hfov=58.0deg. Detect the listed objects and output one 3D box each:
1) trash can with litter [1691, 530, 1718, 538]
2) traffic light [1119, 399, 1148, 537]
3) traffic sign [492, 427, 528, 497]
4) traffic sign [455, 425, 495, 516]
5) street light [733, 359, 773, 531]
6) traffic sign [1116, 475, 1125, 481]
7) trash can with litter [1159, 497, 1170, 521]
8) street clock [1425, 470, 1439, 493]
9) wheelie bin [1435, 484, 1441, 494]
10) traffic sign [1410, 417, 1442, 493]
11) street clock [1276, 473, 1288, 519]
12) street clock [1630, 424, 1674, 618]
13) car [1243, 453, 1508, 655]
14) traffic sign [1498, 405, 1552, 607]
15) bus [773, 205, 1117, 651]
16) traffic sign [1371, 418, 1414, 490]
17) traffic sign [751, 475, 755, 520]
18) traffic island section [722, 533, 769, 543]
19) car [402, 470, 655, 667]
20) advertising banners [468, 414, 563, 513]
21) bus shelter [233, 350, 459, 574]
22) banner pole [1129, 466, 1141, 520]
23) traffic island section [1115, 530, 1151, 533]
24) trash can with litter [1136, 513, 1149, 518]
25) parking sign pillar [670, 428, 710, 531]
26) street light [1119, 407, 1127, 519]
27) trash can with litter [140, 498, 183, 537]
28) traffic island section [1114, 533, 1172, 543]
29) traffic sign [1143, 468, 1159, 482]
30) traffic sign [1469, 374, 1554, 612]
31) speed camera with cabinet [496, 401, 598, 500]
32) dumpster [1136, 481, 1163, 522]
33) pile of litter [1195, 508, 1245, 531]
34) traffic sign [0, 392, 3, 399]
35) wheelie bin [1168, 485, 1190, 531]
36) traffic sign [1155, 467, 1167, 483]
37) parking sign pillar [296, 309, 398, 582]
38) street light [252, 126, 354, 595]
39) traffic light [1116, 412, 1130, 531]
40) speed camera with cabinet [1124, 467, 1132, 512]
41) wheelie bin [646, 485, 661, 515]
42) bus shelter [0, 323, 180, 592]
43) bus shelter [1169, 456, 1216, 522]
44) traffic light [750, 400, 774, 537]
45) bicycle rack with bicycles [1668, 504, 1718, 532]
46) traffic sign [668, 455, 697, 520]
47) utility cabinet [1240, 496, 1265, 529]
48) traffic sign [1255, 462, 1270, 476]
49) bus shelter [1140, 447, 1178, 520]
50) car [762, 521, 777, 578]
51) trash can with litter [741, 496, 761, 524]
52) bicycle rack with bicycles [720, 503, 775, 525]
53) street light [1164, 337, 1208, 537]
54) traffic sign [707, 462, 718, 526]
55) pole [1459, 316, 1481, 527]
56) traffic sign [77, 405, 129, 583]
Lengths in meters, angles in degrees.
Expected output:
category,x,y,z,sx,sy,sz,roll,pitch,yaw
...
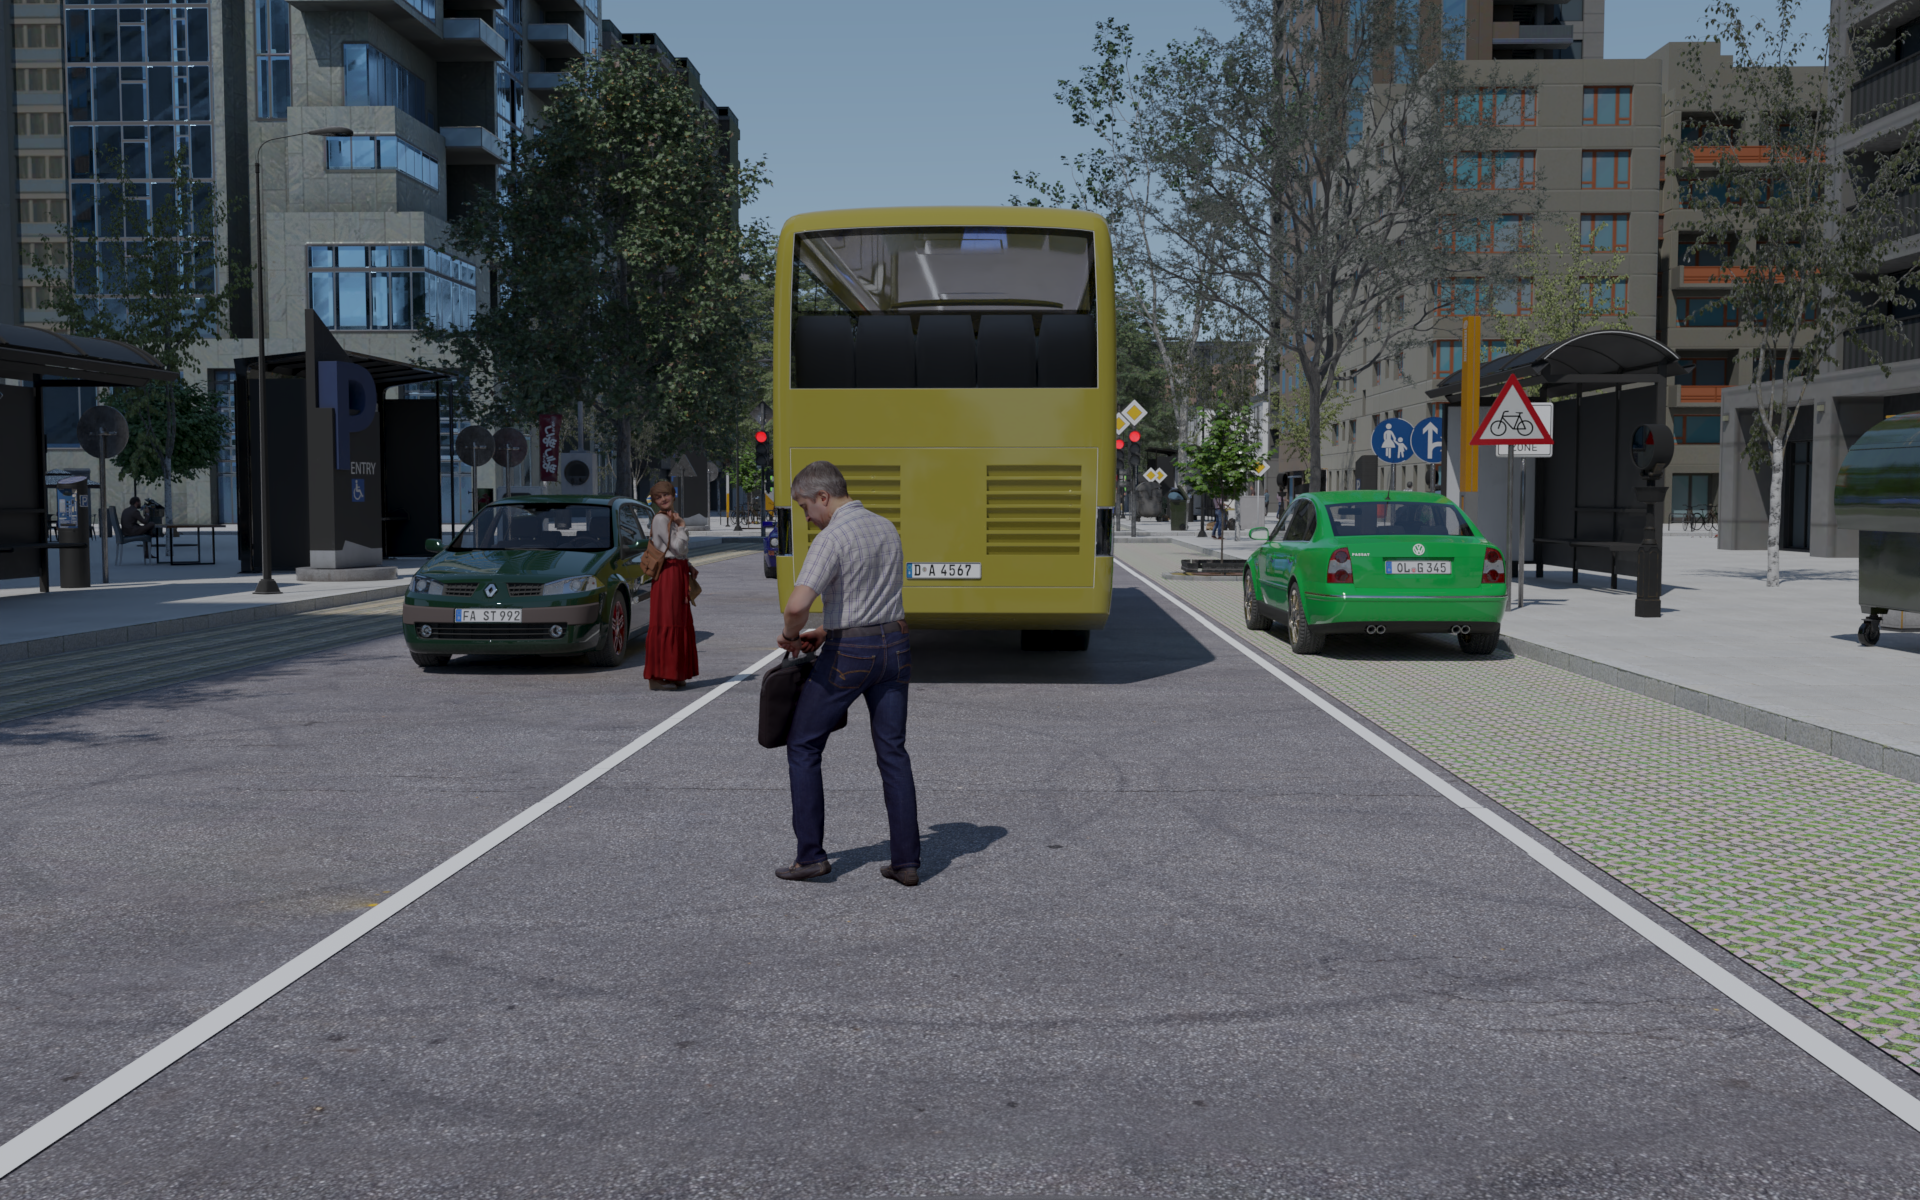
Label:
category,x,y,z,sx,sy,sz,roll,pitch,yaw
trash can with litter,22.472,-2.397,50.255,1.678,1.210,2.233,-1,4,-12
traffic light,5.153,-3.827,51.489,0.839,4.253,0.868,0,4,2
traffic sign,-8.632,-2.018,33.103,0.768,2.556,0.104,0,4,7
traffic sign,-8.974,-1.954,32.051,0.768,2.556,0.104,0,4,7
street light,-7.144,-5.335,59.770,1.470,5.913,1.316,0,4,2
traffic sign,8.900,-5.780,94.613,0.768,2.556,0.104,0,4,4
trash can with litter,9.630,-4.298,81.666,0.624,1.170,1.055,-1,4,-14
street clock,14.031,-2.871,51.517,0.358,2.002,0.471,3,5,41
wheelie bin,9.806,-1.653,34.935,0.693,1.594,0.980,1,4,18
traffic sign,7.821,-1.746,28.658,0.768,2.556,0.104,0,4,5
street clock,11.207,-3.406,60.258,0.358,2.002,0.471,3,4,36
street clock,7.169,-0.821,17.995,0.358,2.002,0.471,-1,4,-9
car,3.872,-0.487,16.758,1.959,1.807,4.718,0,4,1
traffic sign,6.343,-1.064,19.529,0.606,2.300,0.079,1,4,8
bus,0.140,-1.661,18.697,2.896,3.916,12.252,0,4,2
traffic sign,7.257,-1.767,29.004,0.768,2.556,0.104,1,4,11
traffic sign,-10.388,-5.273,86.325,0.768,2.556,0.104,1,4,9
traffic island section,-5.922,-1.817,51.983,2.009,0.180,2.903,0,4,2
car,-3.639,-0.356,15.608,2.009,1.686,4.222,0,4,2
advertising banners,-9.679,-2.543,37.763,2.074,3.025,0.090,0,4,0
bus shelter,-10.780,-2.427,30.964,1.731,3.624,6.357,0,4,2
banner pole,8.457,-5.785,84.605,0.863,3.779,0.401,-3,5,-45
traffic island section,5.464,-2.281,59.582,2.009,0.180,2.903,0,4,2
trash can with litter,9.922,-5.084,94.508,1.055,1.170,0.624,0,4,8
parking sign pillar,-9.417,-4.386,60.191,1.447,3.967,1.447,3,5,43
street light,7.936,-7.177,89.888,1.470,5.913,1.316,0,4,2
trash can with litter,-23.701,-2.448,51.417,0.624,1.170,1.055,3,5,43
traffic island section,5.193,-1.793,51.602,2.009,0.180,2.903,0,4,2
traffic sign,9.401,-5.225,85.160,0.795,2.593,0.064,1,4,10
traffic sign,5.980,-1.151,18.831,0.884,2.594,0.081,1,4,10
speed camera with cabinet,-8.787,-2.600,36.851,2.038,3.252,0.660,0,4,-1
dumpster,8.688,-4.518,79.632,1.264,1.857,1.865,0,4,2
pile of litter,9.169,-2.881,61.072,1.719,0.858,1.176,1,4,12
traffic sign,-9.307,-1.009,16.233,0.795,2.593,0.064,1,4,11
wheelie bin,7.652,-3.221,60.564,0.693,1.594,0.980,1,4,16
traffic sign,9.871,-5.253,85.624,0.795,2.593,0.064,0,4,4
parking sign pillar,-9.197,-2.288,25.889,1.447,3.967,1.447,1,4,12
street light,-8.355,-3.028,22.048,1.470,5.913,1.316,0,4,2
traffic light,5.424,-4.315,59.470,0.839,4.253,0.868,0,4,2
speed camera with cabinet,12.221,-8.098,126.731,0.660,3.252,2.038,1,4,12
wheelie bin,-10.963,-3.376,63.104,0.693,1.594,0.980,2,4,29
bus shelter,-11.345,-1.599,20.075,2.014,3.302,5.546,0,4,2
bus shelter,11.149,-5.403,82.266,2.014,3.302,5.546,0,4,2
traffic light,-5.882,-3.849,51.847,0.839,4.253,0.868,0,4,2
bicycle rack with bicycles,25.828,-2.843,59.857,2.852,0.926,2.925,0,4,-1
traffic sign,-8.301,-3.167,51.791,0.884,2.594,0.081,0,4,8
utility cabinet,10.636,-3.199,63.458,1.020,1.237,0.306,0,4,-3
traffic sign,10.105,-3.598,58.558,0.795,2.593,0.064,0,4,6
bus shelter,10.326,-5.977,89.010,1.731,3.624,6.357,0,4,2
car,-2.469,-1.109,30.707,1.945,1.354,3.894,0,4,0
trash can with litter,-8.649,-3.914,75.050,1.678,1.210,2.233,1,4,9
bicycle rack with bicycles,-8.724,-3.597,72.189,2.852,0.926,2.925,-3,5,-43
street light,6.650,-4.814,51.248,1.470,5.913,1.316,0,4,2
traffic sign,-10.017,-4.217,69.054,0.768,2.556,0.104,0,4,6
pole,5.877,-1.599,19.988,0.158,3.312,0.155,0,3,0
traffic sign,-12.305,-1.515,24.870,0.768,2.556,0.104,0,4,4
